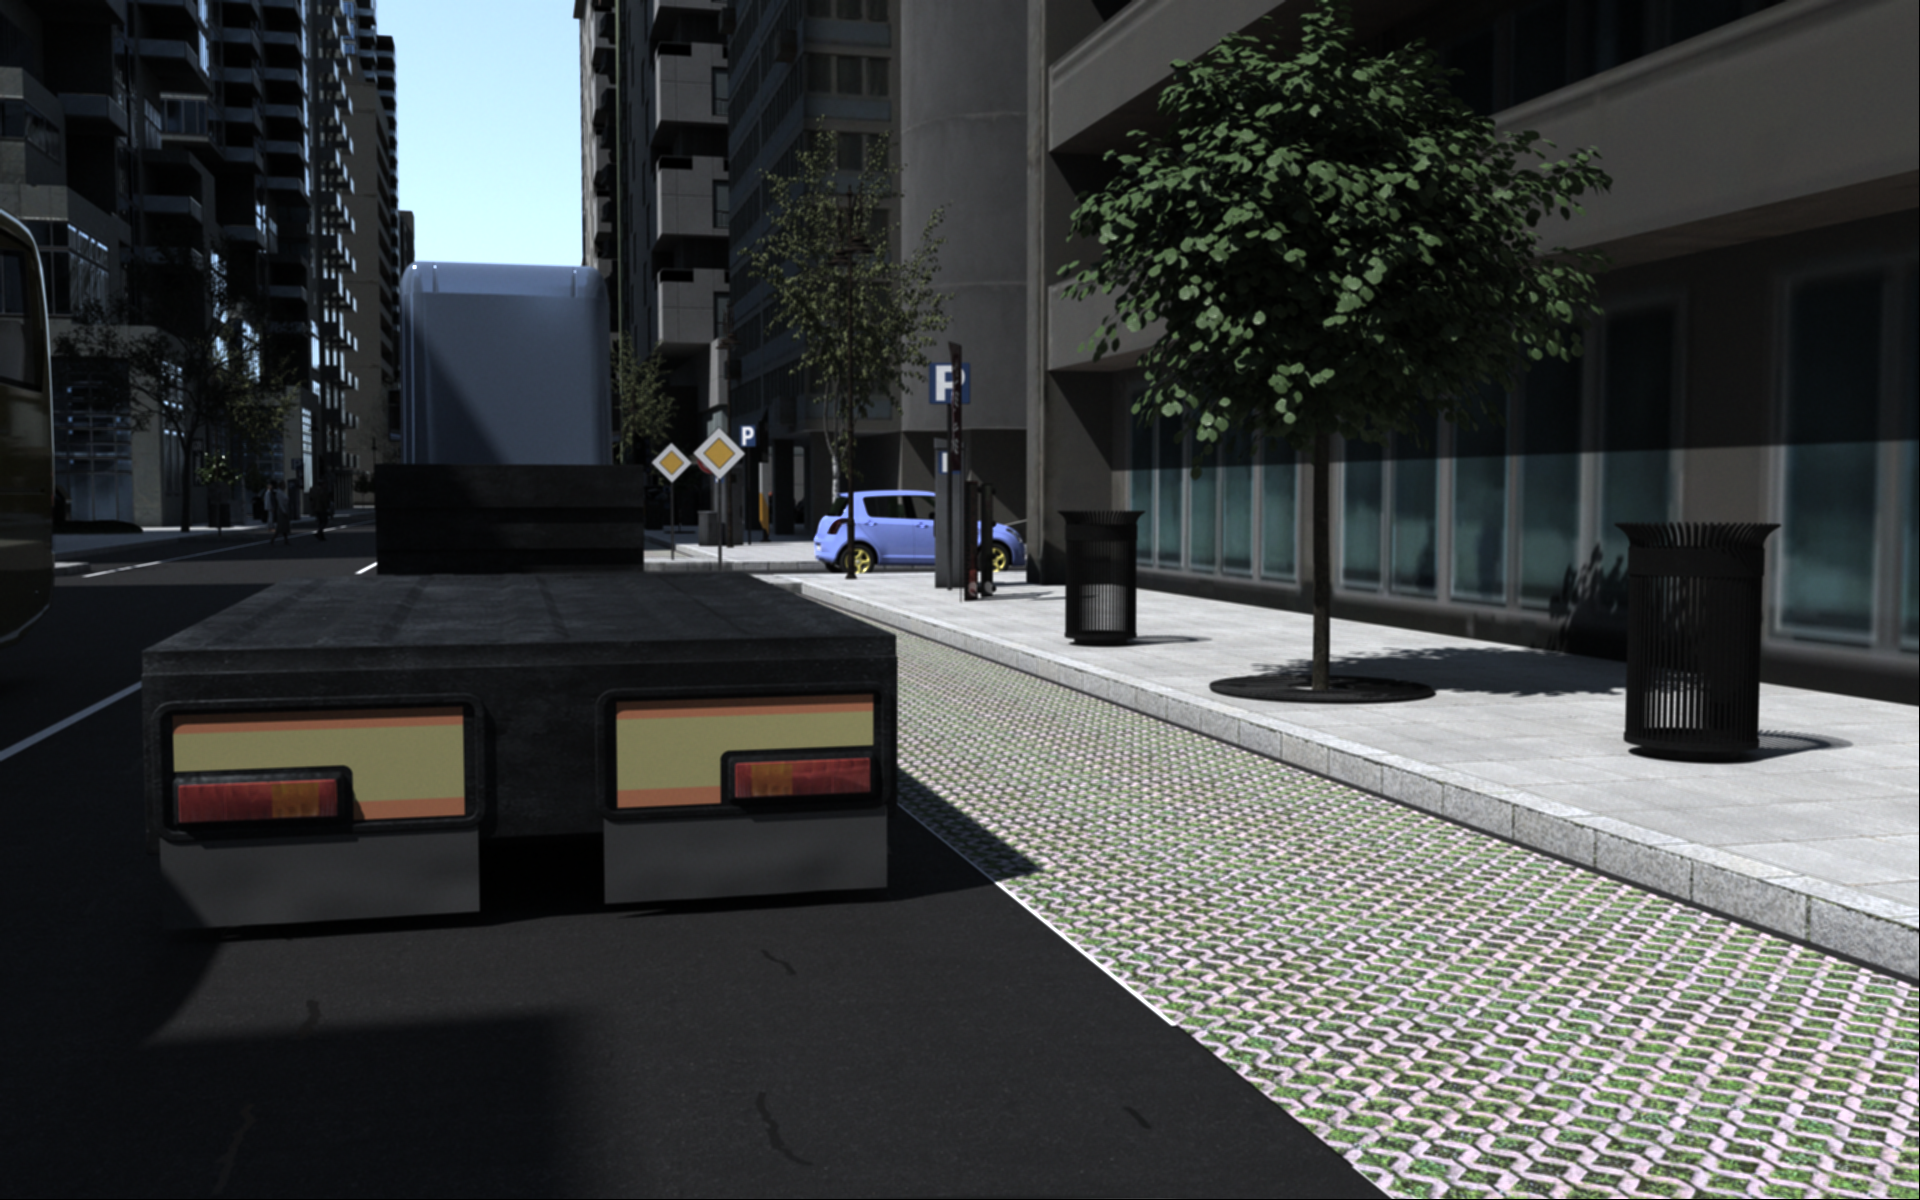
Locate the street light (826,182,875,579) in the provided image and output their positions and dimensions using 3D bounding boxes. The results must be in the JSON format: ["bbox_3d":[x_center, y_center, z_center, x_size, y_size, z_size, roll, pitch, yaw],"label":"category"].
[{"bbox_3d":[-1.647,-3.257,26.035,0.468,5.910,1.993,-1,4,-14],"label":"street light"}]

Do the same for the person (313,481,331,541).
[{"bbox_3d":[-19.602,-2.740,53.217,0.656,1.842,0.836,0,4,5],"label":"person"}]

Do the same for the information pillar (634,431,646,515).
[{"bbox_3d":[-11.868,-4.456,64.207,0.183,3.616,0.504,3,5,44],"label":"information pillar"}]

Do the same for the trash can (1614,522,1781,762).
[{"bbox_3d":[3.587,0.194,8.474,0.748,1.137,0.748,0,3,0],"label":"trash can"}]

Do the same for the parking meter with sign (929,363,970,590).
[{"bbox_3d":[-0.095,-1.689,23.869,0.543,3.016,1.738,0,4,3],"label":"parking meter with sign"}]

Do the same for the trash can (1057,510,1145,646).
[{"bbox_3d":[1.202,-0.191,14.773,0.748,1.137,0.748,0,3,0],"label":"trash can"}]

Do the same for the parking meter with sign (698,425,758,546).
[{"bbox_3d":[-5.813,-2.875,43.260,0.543,3.016,1.738,2,4,34],"label":"parking meter with sign"}]

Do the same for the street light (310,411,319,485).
[{"bbox_3d":[-36.015,-7.582,96.761,0.468,5.910,1.993,-1,4,-14],"label":"street light"}]

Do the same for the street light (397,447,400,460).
[{"bbox_3d":[-54.657,-12.006,169.080,0.468,5.910,1.993,-1,4,-14],"label":"street light"}]

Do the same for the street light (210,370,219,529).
[{"bbox_3d":[-27.517,-5.586,64.116,0.468,5.910,1.993,-1,4,-14],"label":"street light"}]

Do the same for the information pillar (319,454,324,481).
[{"bbox_3d":[-37.556,-6.761,101.890,0.183,3.616,0.504,0,4,4],"label":"information pillar"}]

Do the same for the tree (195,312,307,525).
[{"bbox_3d":[-29.199,-7.377,70.975,4.737,8.622,4.395,0,3,0],"label":"tree"}]

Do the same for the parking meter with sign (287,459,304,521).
[{"bbox_3d":[-32.464,-5.385,84.312,0.543,3.016,1.738,0,4,-5],"label":"parking meter with sign"}]

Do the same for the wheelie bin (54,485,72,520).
[{"bbox_3d":[-30.145,-3.057,57.891,0.693,1.594,0.980,0,4,-8],"label":"wheelie bin"}]

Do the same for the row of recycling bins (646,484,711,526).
[{"bbox_3d":[-11.474,-3.888,70.682,3.534,1.692,1.069,0,4,4],"label":"row of recycling bins"}]

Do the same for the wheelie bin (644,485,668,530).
[{"bbox_3d":[-10.940,-3.312,62.051,0.980,1.594,0.693,-1,4,-10],"label":"wheelie bin"}]

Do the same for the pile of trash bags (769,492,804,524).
[{"bbox_3d":[-7.772,-4.371,81.225,1.912,1.369,3.447,-3,5,-43],"label":"pile of trash bags"}]

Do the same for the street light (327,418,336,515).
[{"bbox_3d":[-37.916,-8.063,104.620,0.468,5.910,1.993,-1,4,-14],"label":"street light"}]

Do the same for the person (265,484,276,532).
[{"bbox_3d":[-26.276,-3.506,66.005,0.419,1.800,0.721,-2,4,-31],"label":"person"}]

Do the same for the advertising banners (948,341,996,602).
[{"bbox_3d":[0.144,-1.513,20.928,0.090,3.025,2.074,1,4,16],"label":"advertising banners"}]

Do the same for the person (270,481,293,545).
[{"bbox_3d":[-18.979,-2.424,48.360,0.641,1.798,0.478,0,4,8],"label":"person"}]

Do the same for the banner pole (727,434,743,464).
[{"bbox_3d":[-9.369,-4.998,71.734,0.863,3.779,0.401,-1,4,-20],"label":"banner pole"}]

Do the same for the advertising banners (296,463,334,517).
[{"bbox_3d":[-36.852,-6.280,98.857,2.074,3.025,0.090,-1,4,-14],"label":"advertising banners"}]

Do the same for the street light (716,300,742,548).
[{"bbox_3d":[-5.513,-4.196,41.387,0.468,5.910,1.993,-1,4,-14],"label":"street light"}]

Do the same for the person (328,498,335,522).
[{"bbox_3d":[-32.074,-4.599,88.370,0.352,1.250,0.332,0,4,3],"label":"person"}]

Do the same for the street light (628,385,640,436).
[{"bbox_3d":[-13.801,-6.154,73.408,0.468,5.910,1.993,-1,4,-14],"label":"street light"}]

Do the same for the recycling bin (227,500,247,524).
[{"bbox_3d":[-30.839,-3.751,73.888,0.722,1.027,0.722,-1,4,-18],"label":"recycling bin"}]

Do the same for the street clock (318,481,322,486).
[{"bbox_3d":[-36.269,-5.740,98.426,0.471,2.002,0.358,3,5,44],"label":"street clock"}]

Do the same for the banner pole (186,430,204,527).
[{"bbox_3d":[-30.040,-4.769,67.996,0.401,3.779,0.863,2,4,33],"label":"banner pole"}]

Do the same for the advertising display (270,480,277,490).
[{"bbox_3d":[-31.950,-4.617,80.695,0.123,1.923,0.974,-2,4,-32],"label":"advertising display"}]

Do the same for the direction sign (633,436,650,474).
[{"bbox_3d":[-12.471,-4.640,67.854,0.379,3.537,0.876,3,4,37],"label":"direction sign"}]

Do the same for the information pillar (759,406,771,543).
[{"bbox_3d":[-5.182,-3.330,45.808,0.183,3.616,0.504,1,4,15],"label":"information pillar"}]

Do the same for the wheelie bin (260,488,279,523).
[{"bbox_3d":[-30.645,-4.226,77.005,0.693,1.594,0.980,0,4,-1],"label":"wheelie bin"}]

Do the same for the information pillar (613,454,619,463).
[{"bbox_3d":[-20.183,-6.732,101.422,0.504,3.616,0.183,-3,5,-40],"label":"information pillar"}]

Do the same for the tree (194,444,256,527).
[{"bbox_3d":[-28.481,-4.419,66.849,1.663,3.219,1.824,0,3,0],"label":"tree"}]

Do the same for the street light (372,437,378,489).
[{"bbox_3d":[-46.322,-10.048,137.071,0.468,5.910,1.993,-1,4,-14],"label":"street light"}]

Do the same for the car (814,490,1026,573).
[{"bbox_3d":[-0.688,-1.266,30.296,3.694,1.707,1.945,-1,4,-15],"label":"car"}]

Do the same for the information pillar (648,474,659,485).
[{"bbox_3d":[-11.159,-3.582,63.060,0.304,2.012,0.304,-3,4,-36],"label":"information pillar"}]
